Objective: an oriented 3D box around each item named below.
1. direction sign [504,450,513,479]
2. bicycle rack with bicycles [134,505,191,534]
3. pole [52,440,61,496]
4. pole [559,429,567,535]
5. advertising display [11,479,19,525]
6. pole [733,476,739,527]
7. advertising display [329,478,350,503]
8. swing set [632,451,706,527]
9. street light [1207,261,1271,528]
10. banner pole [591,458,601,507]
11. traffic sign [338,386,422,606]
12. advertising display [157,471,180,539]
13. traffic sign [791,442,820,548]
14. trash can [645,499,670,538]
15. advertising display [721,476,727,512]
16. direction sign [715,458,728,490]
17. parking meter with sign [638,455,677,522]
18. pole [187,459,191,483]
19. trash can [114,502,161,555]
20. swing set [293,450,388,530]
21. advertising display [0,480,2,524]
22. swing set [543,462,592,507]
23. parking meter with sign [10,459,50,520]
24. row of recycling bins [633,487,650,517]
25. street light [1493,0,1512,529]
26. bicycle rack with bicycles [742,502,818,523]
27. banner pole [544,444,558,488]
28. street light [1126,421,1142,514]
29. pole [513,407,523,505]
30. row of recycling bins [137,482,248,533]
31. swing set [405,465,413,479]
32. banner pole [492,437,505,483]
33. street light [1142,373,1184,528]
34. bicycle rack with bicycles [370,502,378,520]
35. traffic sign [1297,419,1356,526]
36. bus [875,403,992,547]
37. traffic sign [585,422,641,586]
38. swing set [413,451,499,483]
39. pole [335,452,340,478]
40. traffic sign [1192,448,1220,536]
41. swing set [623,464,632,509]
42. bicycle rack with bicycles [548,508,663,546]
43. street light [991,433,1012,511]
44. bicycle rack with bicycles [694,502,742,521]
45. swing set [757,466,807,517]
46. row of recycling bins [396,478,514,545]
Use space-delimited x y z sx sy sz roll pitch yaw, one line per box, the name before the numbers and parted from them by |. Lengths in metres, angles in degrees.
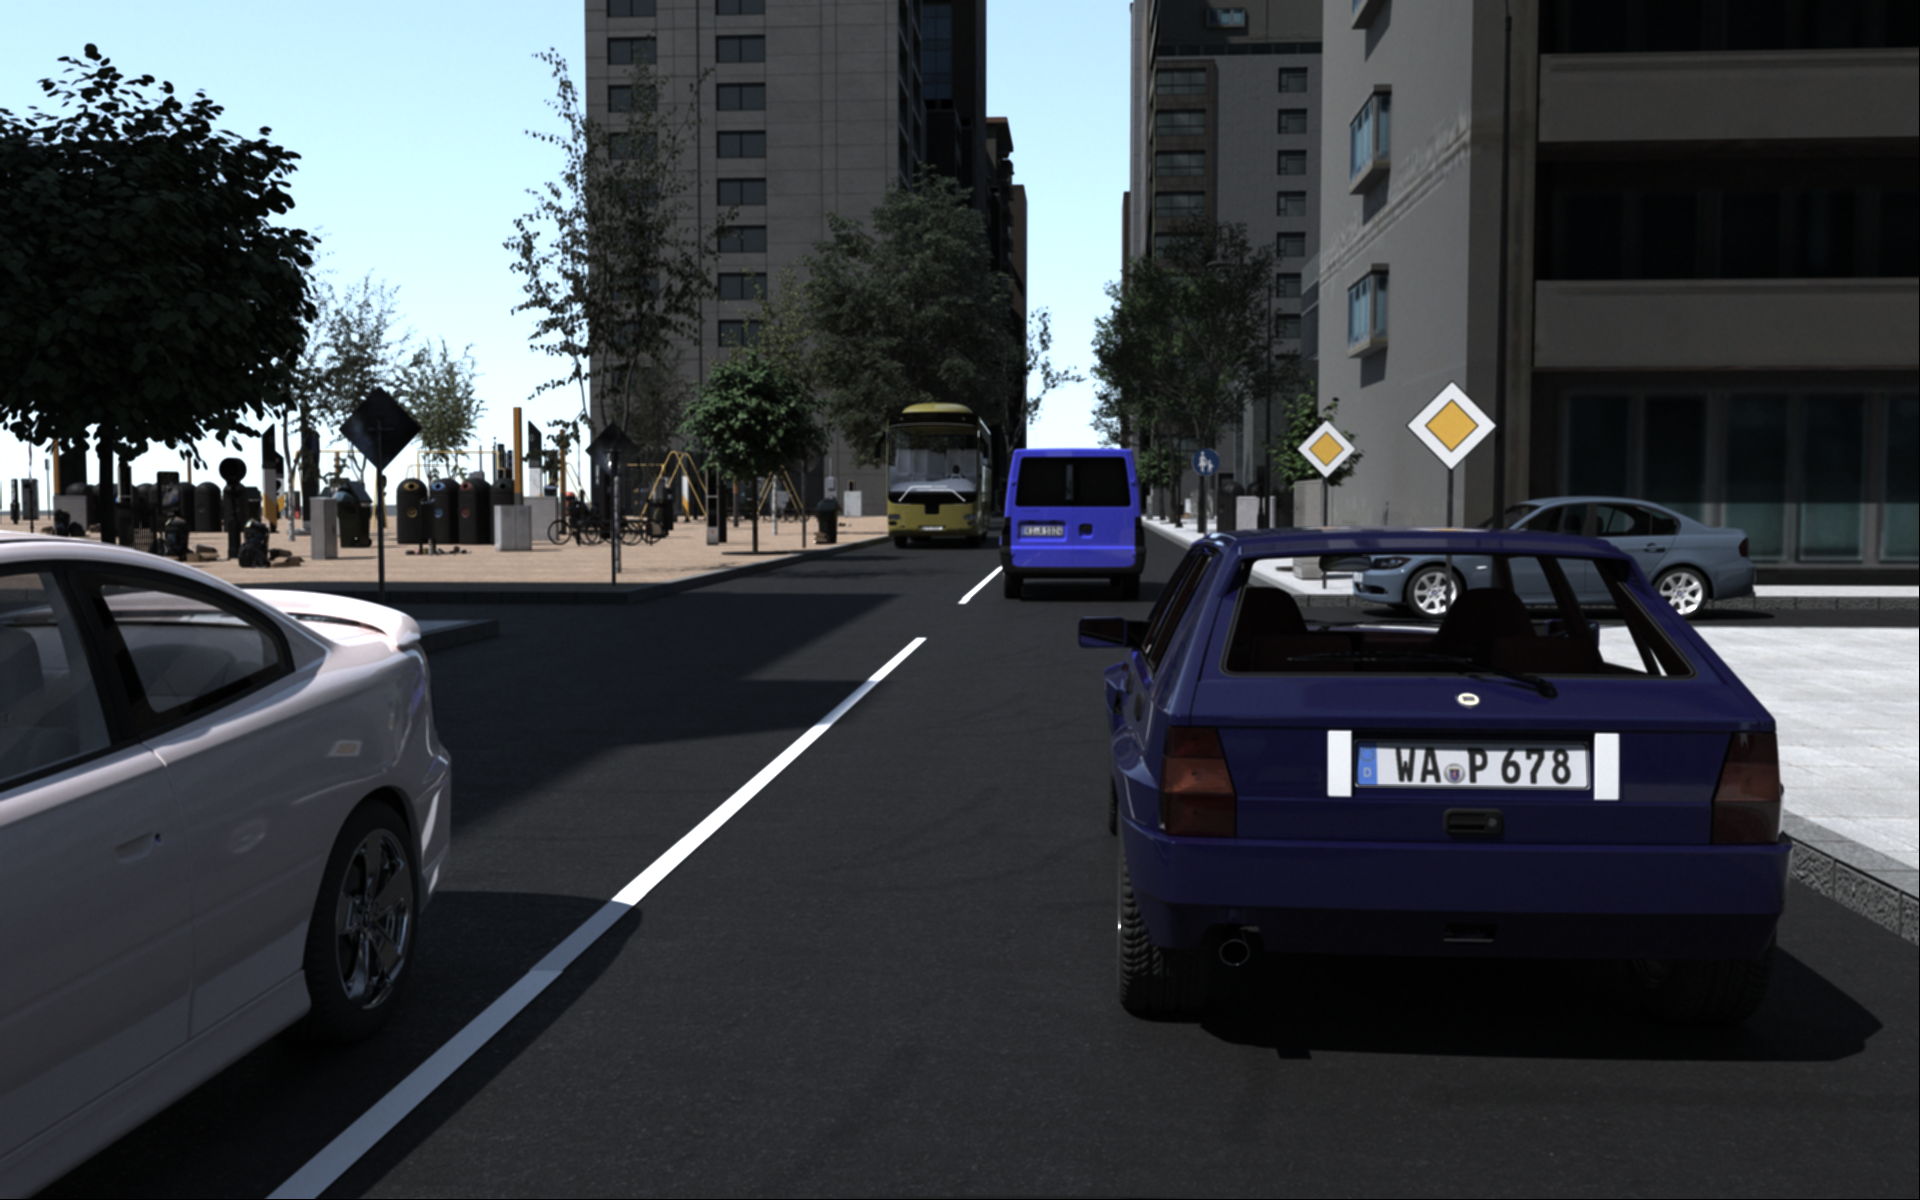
direction sign | -23.344 -5.948 89.241 0.876 3.537 0.379 2 4 33
bicycle rack with bicycles | -26.075 -2.599 55.877 2.852 0.926 2.925 -1 4 -8
pole | -31.807 -4.107 60.999 0.158 3.312 0.155 0 3 0
pole | -12.496 -3.709 54.489 0.158 3.312 0.155 0 3 0
advertising display | -39.927 -4.157 73.178 0.123 1.923 0.974 -3 4 -36
pole | -8.692 -4.482 67.128 0.158 3.312 0.155 0 3 0
advertising display | -24.484 -3.865 68.413 0.974 1.923 0.123 2 4 25
swing set | -10.474 -4.116 64.909 2.862 2.851 3.119 0 4 0
street light | 5.630 -3.803 34.714 1.470 5.913 1.316 0 4 4
banner pole | -18.660 -6.032 88.634 0.863 3.779 0.401 2 4 33
traffic sign | -5.405 -0.766 16.162 0.795 2.450 0.064 0 4 4
advertising display | -22.580 -2.705 49.435 0.123 1.923 0.974 0 4 5
traffic sign | -3.711 -2.511 41.159 0.768 2.556 0.104 1 4 10
trash can | -8.833 -2.384 50.633 0.748 1.137 0.748 0 3 0
advertising display | -8.637 -3.551 63.277 0.123 1.923 0.974 0 4 -3
direction sign | -13.179 -6.319 95.319 0.876 3.537 0.379 0 4 5
parking meter with sign | -13.654 -5.014 78.233 1.738 3.016 0.543 -1 4 -10
pole | -42.584 -6.232 95.733 0.158 3.312 0.155 0 3 0
trash can | -14.278 -1.127 30.080 0.748 1.137 0.748 0 3 0
swing set | -22.258 -3.962 62.392 3.119 2.851 2.862 -1 4 -9
advertising display | -42.045 -4.281 75.205 0.974 1.923 0.123 1 4 19
swing set | -19.224 -5.298 84.249 2.862 2.851 3.119 0 4 -6
parking meter with sign | -45.808 -5.446 85.298 1.738 3.016 0.543 -1 4 -14
row of recycling bins | -17.562 -5.543 97.740 1.069 1.692 3.534 -2 4 -27
street light | 4.273 -2.621 15.396 1.470 5.913 1.316 0 4 4
bicycle rack with bicycles | -7.763 -4.004 78.843 2.925 0.926 2.852 2 4 28
banner pole | -20.463 -5.901 86.492 0.863 3.779 0.401 -1 4 -22
street light | 10.231 -7.693 98.328 1.470 5.913 1.316 0 4 4
pole | -10.365 -2.863 40.660 0.158 3.312 0.155 0 3 0
row of recycling bins | -25.655 -3.132 58.328 3.534 1.692 1.069 1 4 9
swing set | -28.185 -5.845 93.192 2.862 2.851 3.119 3 5 42
banner pole | -20.138 -5.238 75.651 0.401 3.779 0.863 2 4 25
street light | 7.858 -5.733 66.272 1.470 5.913 1.316 0 4 4
bicycle rack with bicycles | -30.592 -4.528 87.407 2.852 0.926 2.925 -1 4 -21
traffic sign | 4.937 -1.209 23.404 0.795 2.450 0.064 0 4 4
bus | -0.477 -3.595 50.329 2.896 3.916 12.252 0 4 2
traffic sign | -4.831 -1.253 24.127 0.795 2.450 0.064 0 4 4
swing set | -18.235 -4.027 63.457 3.119 2.851 2.862 -1 4 -16
pole | -29.307 -5.365 81.566 0.158 3.312 0.155 0 3 0
traffic sign | 6.819 -2.933 48.057 0.768 2.556 0.104 1 4 11
swing set | -16.883 -5.736 91.407 3.119 2.851 2.862 1 4 8
bicycle rack with bicycles | -8.941 -1.864 43.861 2.925 0.926 2.852 -1 4 -13
street light | 3.030 -9.704 131.198 1.470 5.913 1.316 0 4 4
bicycle rack with bicycles | -10.816 -4.195 81.972 2.925 0.926 2.852 1 4 13
swing set | -10.038 -6.005 95.808 2.862 2.851 3.119 -1 4 -12
row of recycling bins | -12.786 -2.270 44.231 3.534 1.692 1.069 1 4 16
